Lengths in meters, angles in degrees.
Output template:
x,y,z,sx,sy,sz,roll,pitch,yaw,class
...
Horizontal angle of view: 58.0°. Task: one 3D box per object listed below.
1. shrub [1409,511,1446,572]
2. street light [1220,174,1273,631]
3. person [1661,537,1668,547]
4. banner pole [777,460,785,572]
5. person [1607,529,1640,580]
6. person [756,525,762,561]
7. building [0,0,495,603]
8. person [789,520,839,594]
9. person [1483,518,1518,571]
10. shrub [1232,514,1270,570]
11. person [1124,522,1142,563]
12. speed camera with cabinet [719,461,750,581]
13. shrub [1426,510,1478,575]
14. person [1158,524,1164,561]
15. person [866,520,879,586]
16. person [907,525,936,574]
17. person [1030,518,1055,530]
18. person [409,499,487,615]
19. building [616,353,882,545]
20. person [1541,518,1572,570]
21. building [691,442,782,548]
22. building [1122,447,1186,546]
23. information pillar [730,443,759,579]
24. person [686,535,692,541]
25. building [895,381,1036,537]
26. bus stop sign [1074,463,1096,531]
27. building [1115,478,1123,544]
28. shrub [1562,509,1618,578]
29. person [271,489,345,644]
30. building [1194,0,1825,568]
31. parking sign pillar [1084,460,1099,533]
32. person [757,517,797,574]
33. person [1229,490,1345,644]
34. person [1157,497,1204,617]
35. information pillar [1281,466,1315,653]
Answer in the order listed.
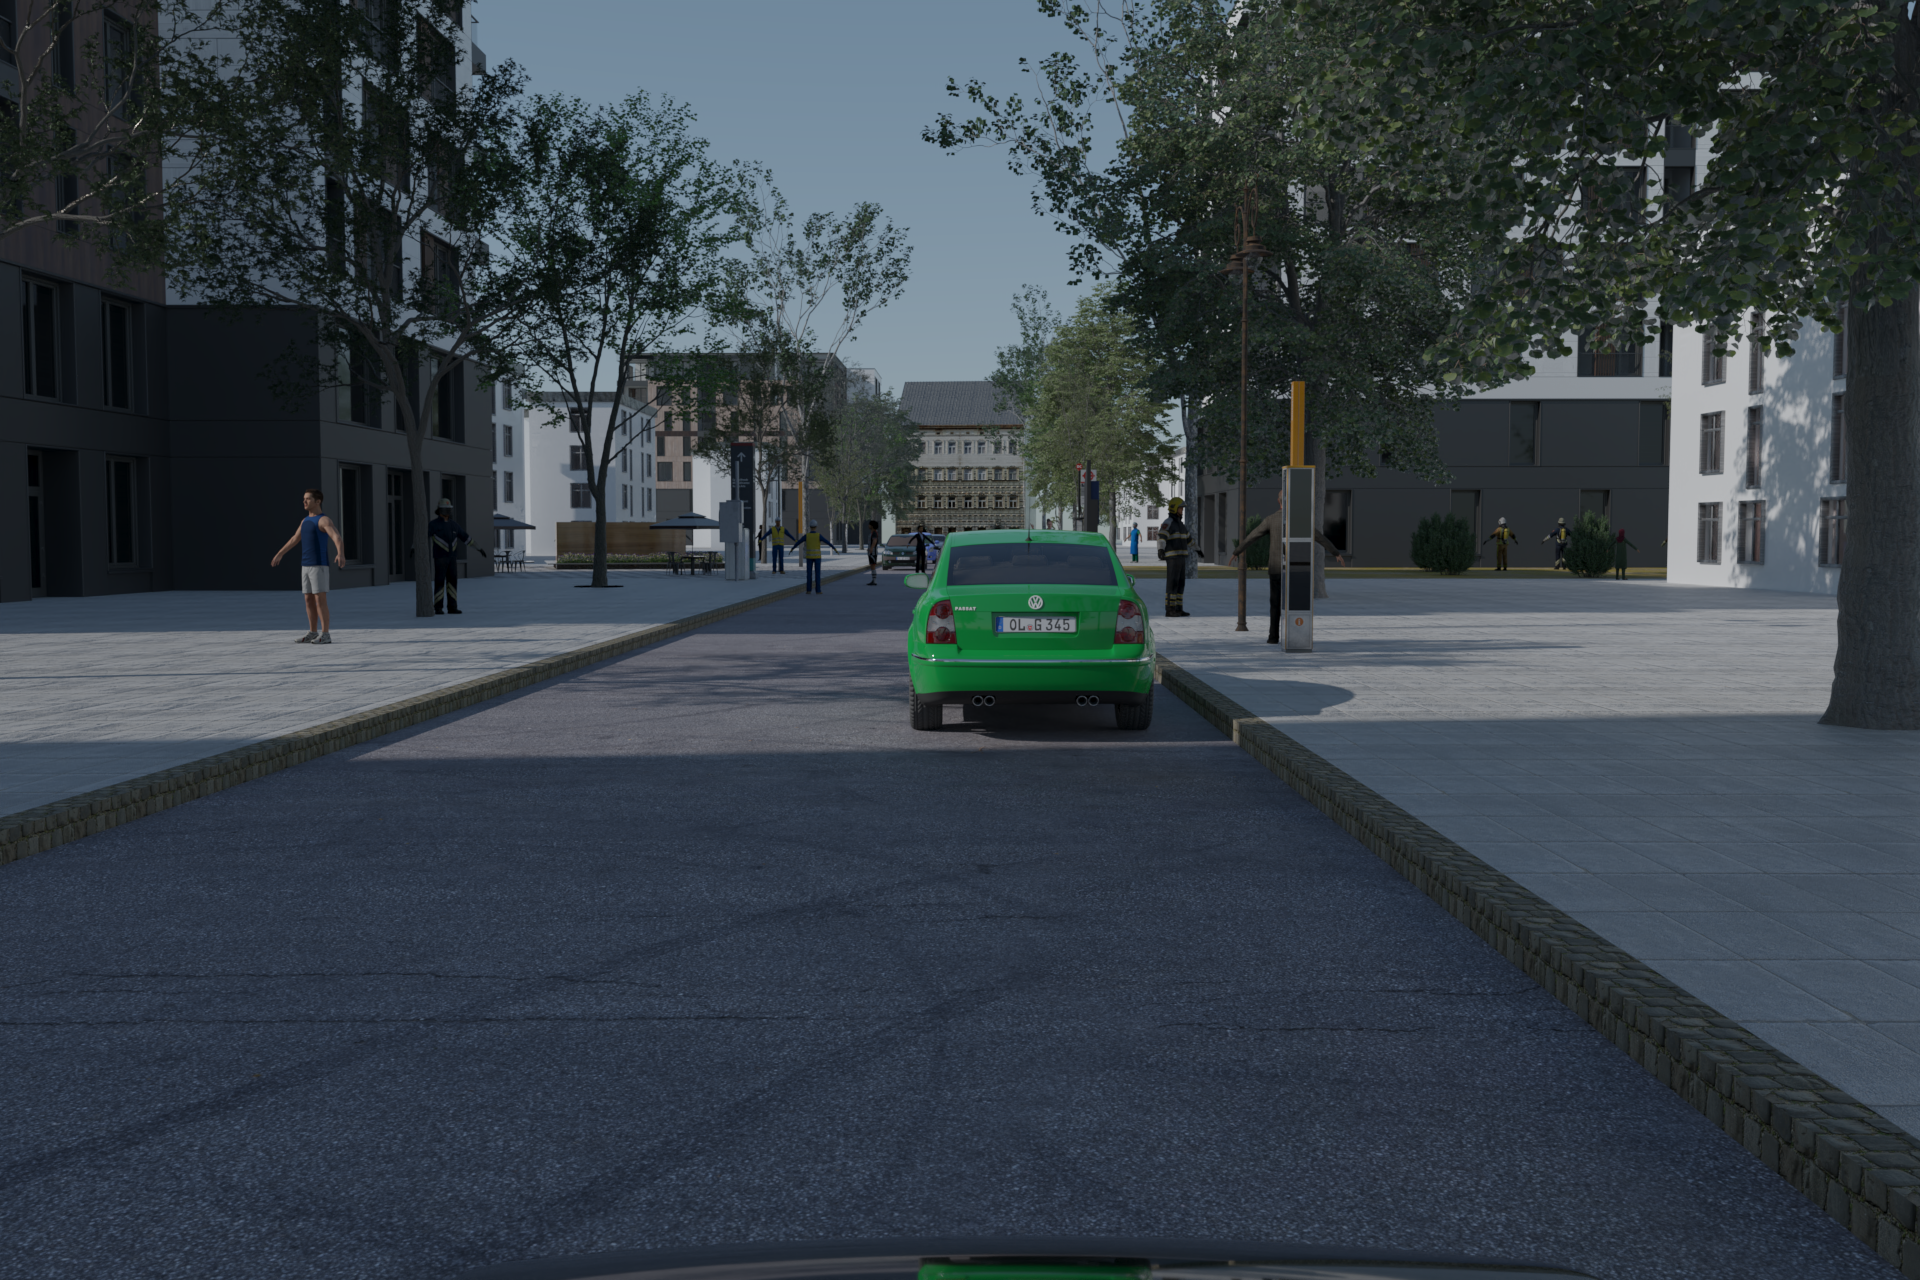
x,y,z,sx,sy,sz,roll,pitch,yaw,class
16.090,-3.350,58.816,1.661,2.075,1.752,0,3,0,shrub
3.729,-3.055,22.729,0.468,5.910,1.993,0,4,1,street light
20.633,-2.675,49.875,0.704,1.812,1.346,0,4,-6,person
-6.090,-4.188,58.488,0.401,3.779,0.863,0,3,0,banner pole
18.569,-2.405,48.541,0.599,1.438,0.989,-3,4,-38,person
-9.682,-4.706,83.672,0.721,1.740,1.216,1,4,17,person
-28.308,-11.769,36.392,27.936,21.610,32.646,0,4,0,building
-3.496,-1.988,41.430,1.216,1.772,0.721,0,4,1,person
18.951,-3.352,60.577,1.354,1.858,0.705,-1,4,-15,person
10.573,-3.509,61.792,1.690,2.028,1.600,0,3,0,shrub
7.755,-4.339,77.070,0.704,1.817,1.347,-2,4,-29,person
-6.228,-3.266,47.740,0.660,3.252,2.038,0,4,0,speed camera with cabinet
15.385,-3.043,54.180,1.690,2.028,1.600,0,3,0,shrub
9.690,-4.696,83.006,0.704,1.802,1.346,0,4,0,person
-2.456,-2.429,48.318,0.704,1.843,1.345,0,4,-6,person
-1.362,-3.205,61.583,1.216,1.740,0.721,-2,4,-30,person
2.381,-2.588,49.164,0.742,1.727,0.445,-1,4,-14,person
-8.214,-1.334,27.680,0.704,1.845,1.351,3,5,43,person
-24.465,-22.474,211.417,27.936,21.610,32.646,0,4,1,building
21.606,-3.454,62.260,1.354,1.856,0.705,0,4,3,person
-22.045,-14.024,171.444,9.099,9.664,28.070,0,3,0,building
22.451,-14.559,180.183,9.099,9.664,28.070,0,4,1,building
-6.170,-3.668,49.350,0.750,3.857,0.750,0,4,0,information pillar
-12.994,-4.489,79.661,1.348,1.796,0.705,-2,4,-24,person
1.122,-25.294,246.948,18.063,23.208,19.493,0,4,7,building
4.720,-4.695,65.470,0.855,3.939,0.416,0,4,1,bus stop sign
24.664,-16.801,216.841,9.099,9.664,28.070,0,4,0,building
18.653,-2.863,51.234,1.690,2.028,1.600,0,3,0,shrub
-7.569,-0.862,20.267,1.345,1.807,0.704,2,4,35,person
24.628,-14.531,81.551,27.936,21.610,32.646,0,4,0,building
4.814,-4.597,63.630,1.447,3.967,1.447,0,4,0,parking sign pillar
-5.859,-3.047,55.787,1.349,1.833,0.705,-1,4,-13,person
3.805,-0.859,20.229,1.348,1.807,0.705,1,4,15,person
3.365,-1.287,26.807,0.704,1.858,1.351,3,4,36,person
3.662,-0.874,18.782,0.304,2.012,0.304,0,4,1,information pillar
